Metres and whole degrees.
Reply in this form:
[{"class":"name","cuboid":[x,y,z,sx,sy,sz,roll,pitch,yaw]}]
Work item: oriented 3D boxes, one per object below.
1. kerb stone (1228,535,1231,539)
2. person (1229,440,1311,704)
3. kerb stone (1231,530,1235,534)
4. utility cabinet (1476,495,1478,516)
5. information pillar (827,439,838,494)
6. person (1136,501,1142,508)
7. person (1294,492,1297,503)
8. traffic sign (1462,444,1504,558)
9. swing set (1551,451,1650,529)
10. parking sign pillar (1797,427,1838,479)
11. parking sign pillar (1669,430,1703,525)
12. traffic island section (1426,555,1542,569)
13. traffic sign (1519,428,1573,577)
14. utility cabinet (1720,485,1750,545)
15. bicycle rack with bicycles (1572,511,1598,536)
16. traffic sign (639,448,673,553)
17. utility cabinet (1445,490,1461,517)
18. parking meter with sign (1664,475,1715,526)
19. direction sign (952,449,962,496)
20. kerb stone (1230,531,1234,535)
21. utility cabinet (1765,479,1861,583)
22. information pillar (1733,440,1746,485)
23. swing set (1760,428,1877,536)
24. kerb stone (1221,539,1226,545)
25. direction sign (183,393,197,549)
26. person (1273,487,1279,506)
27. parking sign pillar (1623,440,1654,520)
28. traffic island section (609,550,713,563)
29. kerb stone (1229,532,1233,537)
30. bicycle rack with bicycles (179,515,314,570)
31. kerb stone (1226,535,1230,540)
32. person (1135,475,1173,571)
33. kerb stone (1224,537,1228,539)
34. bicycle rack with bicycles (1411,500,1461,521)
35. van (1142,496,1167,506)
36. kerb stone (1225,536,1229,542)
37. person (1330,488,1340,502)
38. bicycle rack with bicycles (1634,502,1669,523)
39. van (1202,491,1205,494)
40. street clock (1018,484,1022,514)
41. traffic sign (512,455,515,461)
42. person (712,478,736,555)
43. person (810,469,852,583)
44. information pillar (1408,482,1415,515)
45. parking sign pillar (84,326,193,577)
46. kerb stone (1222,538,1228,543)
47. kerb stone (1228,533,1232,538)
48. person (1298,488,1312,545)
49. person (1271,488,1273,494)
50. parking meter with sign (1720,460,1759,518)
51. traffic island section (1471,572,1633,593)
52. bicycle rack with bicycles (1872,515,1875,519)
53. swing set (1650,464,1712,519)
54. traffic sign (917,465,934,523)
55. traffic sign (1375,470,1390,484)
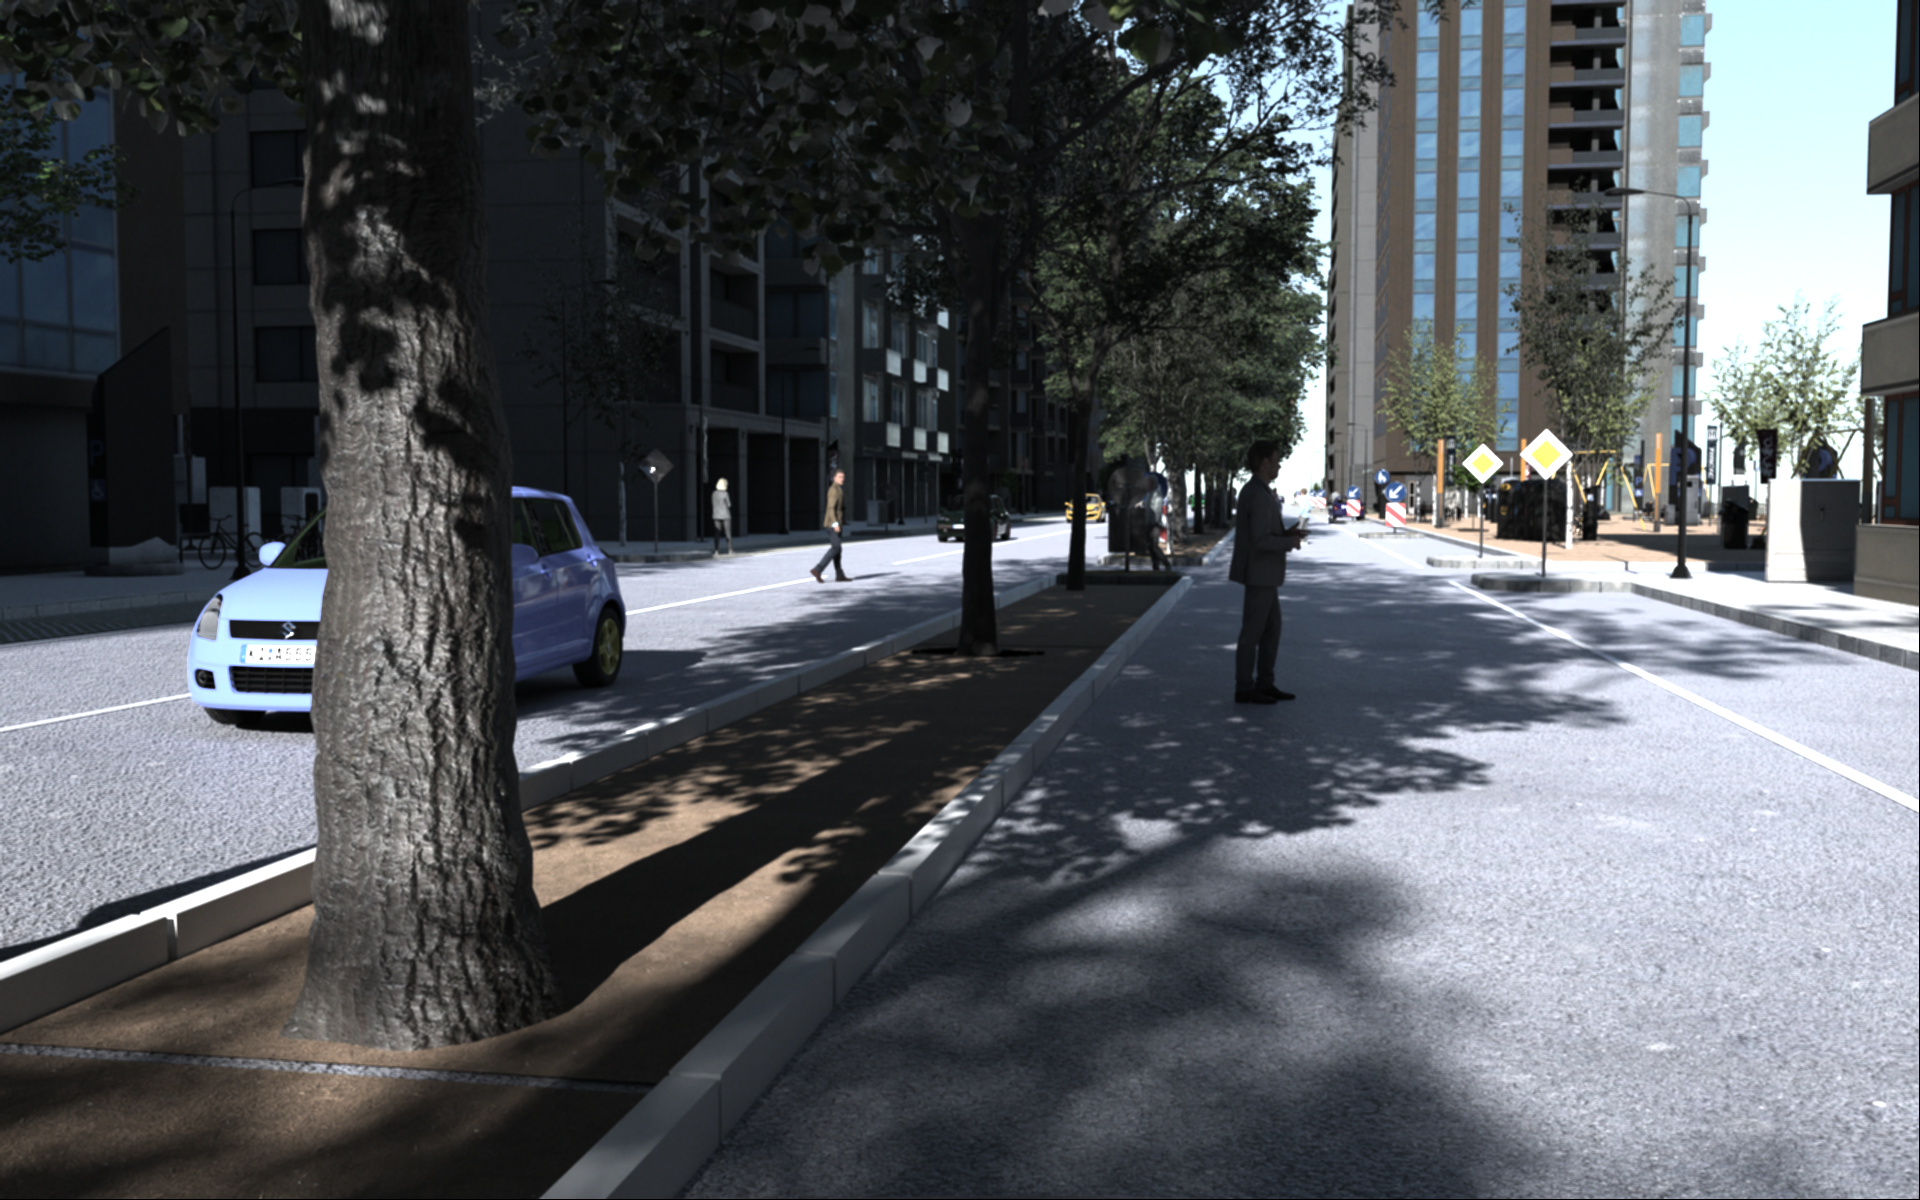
[{"class":"kerb stone","cuboid":[7.876,-1.778,51.343,0.120,0.150,1.000,1,4,10]},{"class":"person","cuboid":[2.145,-0.194,11.877,0.583,1.804,0.606,0,4,-2]},{"class":"kerb stone","cuboid":[8.948,-2.153,57.390,0.120,0.150,1.000,1,4,10]},{"class":"utility cabinet","cuboid":[30.982,-5.642,103.405,0.306,1.237,1.020,1,4,11]},{"class":"information pillar","cuboid":[-5.368,-5.006,73.210,0.504,3.616,0.183,1,4,15]},{"class":"person","cuboid":[10.675,-5.744,102.637,0.478,1.798,0.641,-2,4,-27]},{"class":"person","cuboid":[50.826,-15.517,262.217,1.348,1.822,0.705,-1,4,-14]},{"class":"traffic sign","cuboid":[10.390,-1.886,34.482,0.795,2.450,0.064,1,4,10]},{"class":"swing set","cuboid":[23.039,-4.045,63.759,2.862,2.851,3.119,-1,4,-16]},{"class":"parking sign pillar","cuboid":[33.702,-4.916,68.854,1.447,3.967,1.447,-3,5,-45]},{"class":"parking sign pillar","cuboid":[30.164,-5.111,72.043,1.447,3.967,1.447,-2,4,-26]},{"class":"traffic island section","cuboid":[10.414,-0.751,34.555,2.009,0.180,2.903,1,4,10]},{"class":"traffic sign","cuboid":[8.989,-1.405,26.620,0.795,2.450,0.064,1,4,10]},{"class":"utility cabinet","cuboid":[19.008,-2.071,42.535,0.318,1.500,1.173,0,4,7]},{"class":"bicycle rack with bicycles","cuboid":[18.213,-2.457,53.557,2.925,0.926,2.852,0,4,4]},{"class":"traffic sign","cuboid":[-6.585,-2.072,37.515,0.795,2.450,0.064,1,4,10]},{"class":"utility cabinet","cuboid":[26.882,-5.262,94.708,0.318,1.500,1.173,-2,4,-25]},{"class":"parking meter with sign","cuboid":[29.289,-4.486,69.607,1.738,3.016,0.543,1,4,13]},{"class":"direction sign","cuboid":[-0.159,-5.825,87.228,0.379,3.537,0.876,-2,4,-34]},{"class":"kerb stone","cuboid":[8.594,-2.025,55.377,0.120,0.150,1.000,1,4,10]},{"class":"utility cabinet","cuboid":[12.283,-0.996,24.957,1.173,1.500,0.318,1,4,18]},{"class":"information pillar","cuboid":[33.675,-5.107,74.848,0.504,3.616,0.183,-1,4,-8]},{"class":"swing set","cuboid":[21.531,-2.742,42.460,2.862,2.851,3.119,1,4,9]},{"class":"kerb stone","cuboid":[6.977,-1.475,46.306,0.120,0.150,1.000,1,4,10]},{"class":"direction sign","cuboid":[-17.487,-2.891,39.267,0.379,3.537,0.876,-2,4,-32]},{"class":"person","cuboid":[18.278,-5.611,100.250,0.388,1.821,0.555,2,4,32]},{"class":"parking sign pillar","cuboid":[33.712,-5.964,85.981,1.447,3.967,1.447,1,4,21]},{"class":"traffic island section","cuboid":[-6.609,-0.936,37.581,2.009,0.180,2.903,1,4,10]},{"class":"kerb stone","cuboid":[8.413,-1.962,54.367,0.120,0.150,1.000,1,4,10]},{"class":"bicycle rack with bicycles","cuboid":[-11.842,-1.003,29.786,2.852,0.926,2.925,1,4,11]},{"class":"kerb stone","cuboid":[7.687,-1.721,50.338,0.120,0.150,1.000,1,4,10]},{"class":"person","cuboid":[3.352,-1.281,29.933,0.515,1.767,0.782,-1,4,-13]},{"class":"kerb stone","cuboid":[7.341,-1.596,48.321,0.120,0.150,1.000,1,4,10]},{"class":"bicycle rack with bicycles","cuboid":[23.047,-4.297,83.631,2.852,0.926,2.925,1,4,16]},{"class":"van","cuboid":[18.046,-9.527,160.151,2.240,2.365,5.245,1,4,12]},{"class":"kerb stone","cuboid":[7.517,-1.658,49.331,0.120,0.150,1.000,1,4,10]},{"class":"person","cuboid":[22.873,-5.916,105.431,0.606,1.804,0.583,2,4,29]},{"class":"bicycle rack with bicycles","cuboid":[32.077,-3.985,78.542,2.925,0.926,2.852,0,4,-6]},{"class":"van","cuboid":[35.500,-14.821,249.341,2.013,2.044,4.112,1,4,9]},{"class":"street clock","cuboid":[3.921,-6.593,112.358,0.358,2.002,0.471,0,4,-5]},{"class":"traffic sign","cuboid":[-7.985,-1.591,29.653,0.795,2.450,0.064,1,4,10]},{"class":"person","cuboid":[-5.582,-1.961,40.754,0.537,1.800,0.526,3,4,38]},{"class":"person","cuboid":[-2.056,-1.207,28.138,0.836,1.842,0.656,-3,4,-37]},{"class":"information pillar","cuboid":[27.099,-6.083,103.947,0.304,2.012,0.304,0,4,7]},{"class":"parking sign pillar","cuboid":[-13.121,-2.382,27.419,1.447,3.967,1.447,2,4,23]},{"class":"kerb stone","cuboid":[7.166,-1.535,47.314,0.120,0.150,1.000,1,4,10]},{"class":"kerb stone","cuboid":[8.237,-1.906,53.355,0.120,0.150,1.000,1,4,10]},{"class":"person","cuboid":[9.662,-2.347,48.688,0.589,1.601,0.330,-3,5,-41]},{"class":"person","cuboid":[14.739,-4.446,82.202,0.522,1.701,0.512,0,4,-8]},{"class":"parking meter with sign","cuboid":[40.267,-5.704,89.513,1.738,3.016,0.543,3,5,43]},{"class":"traffic island section","cuboid":[9.013,-0.270,26.693,2.009,0.180,2.903,1,4,10]},{"class":"bicycle rack with bicycles","cuboid":[31.333,-2.641,56.568,2.925,0.926,2.852,1,4,13]},{"class":"swing set","cuboid":[37.403,-5.713,91.027,3.119,2.851,2.862,0,4,-1]},{"class":"traffic sign","cuboid":[-1.499,-4.629,75.796,0.768,2.556,0.104,1,4,13]},{"class":"traffic sign","cuboid":[22.222,-5.572,91.207,0.768,2.556,0.104,1,4,16]}]
